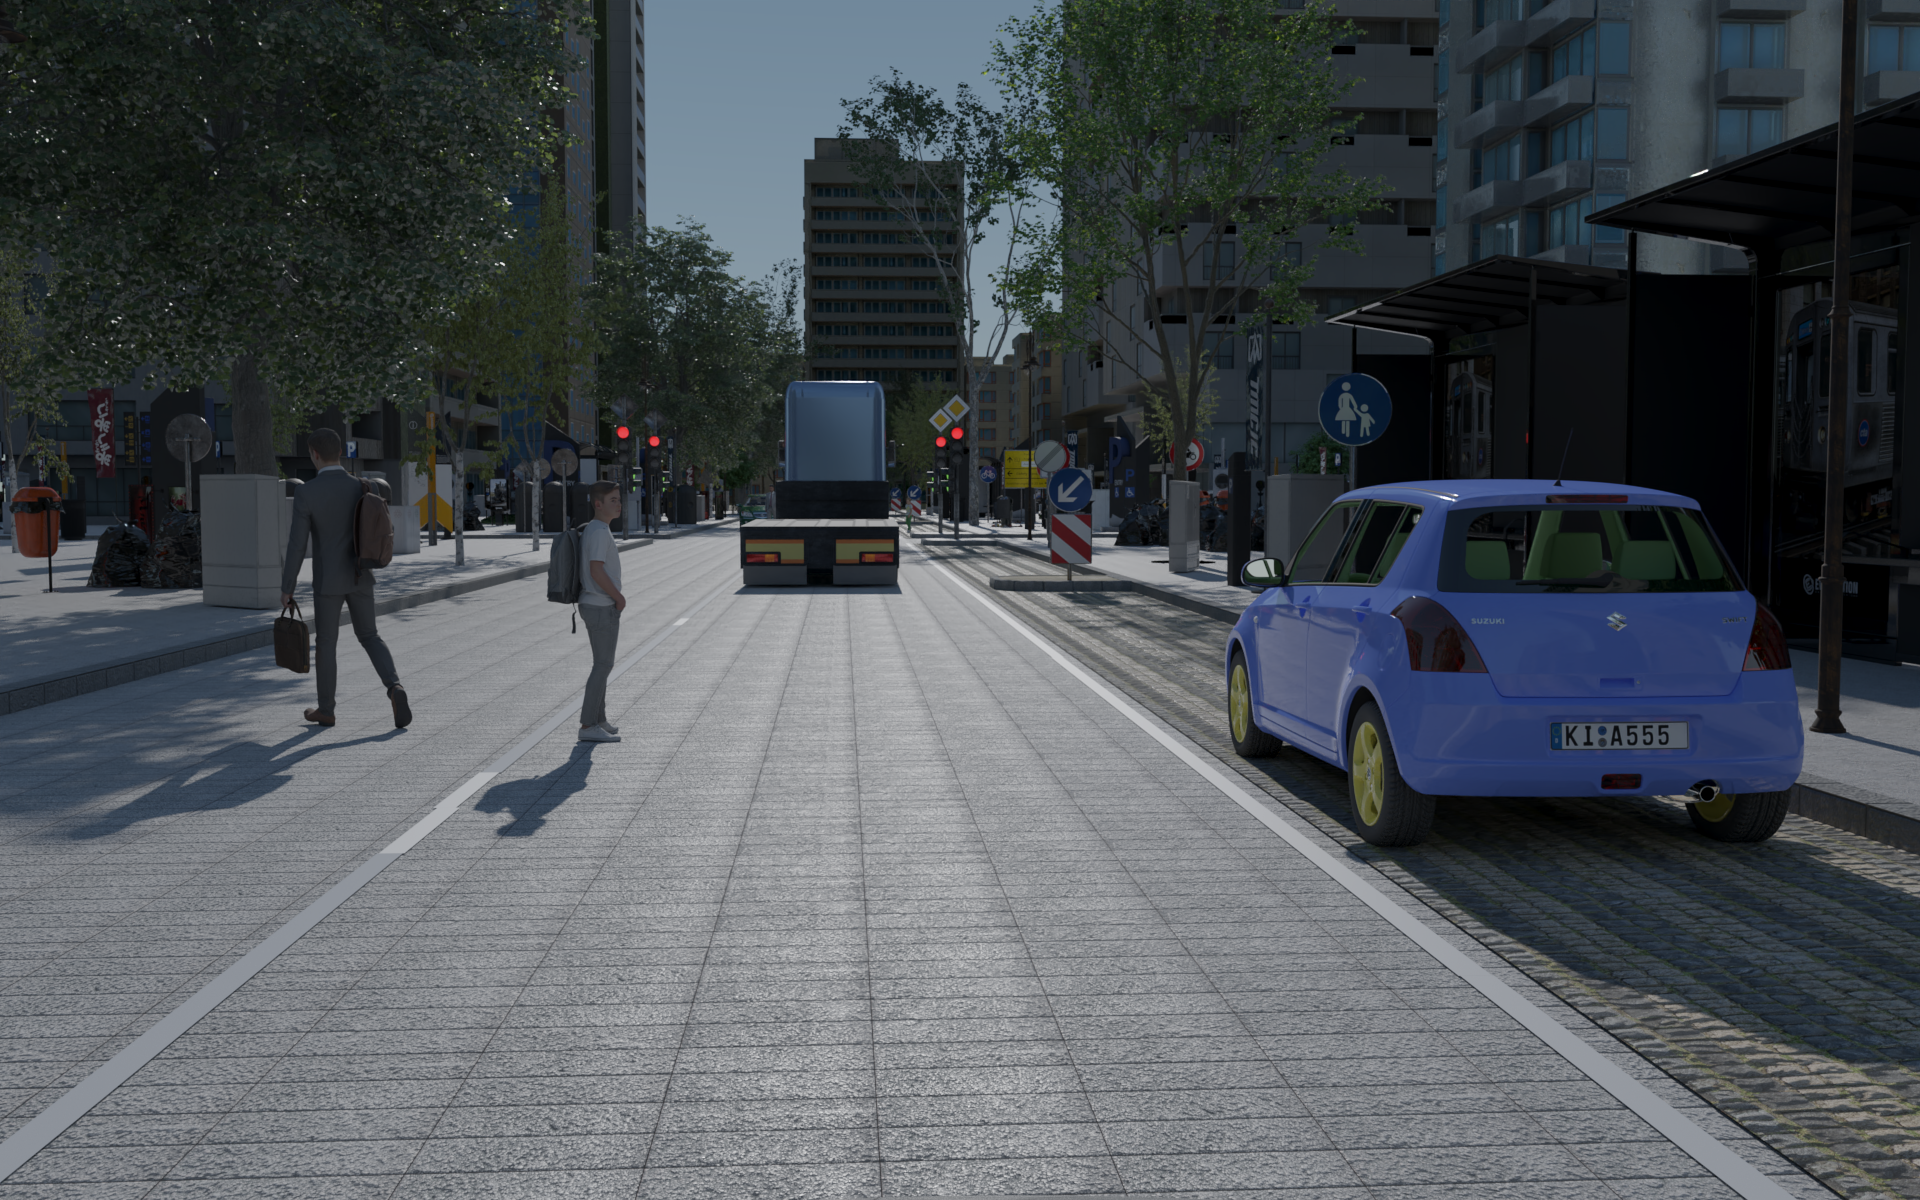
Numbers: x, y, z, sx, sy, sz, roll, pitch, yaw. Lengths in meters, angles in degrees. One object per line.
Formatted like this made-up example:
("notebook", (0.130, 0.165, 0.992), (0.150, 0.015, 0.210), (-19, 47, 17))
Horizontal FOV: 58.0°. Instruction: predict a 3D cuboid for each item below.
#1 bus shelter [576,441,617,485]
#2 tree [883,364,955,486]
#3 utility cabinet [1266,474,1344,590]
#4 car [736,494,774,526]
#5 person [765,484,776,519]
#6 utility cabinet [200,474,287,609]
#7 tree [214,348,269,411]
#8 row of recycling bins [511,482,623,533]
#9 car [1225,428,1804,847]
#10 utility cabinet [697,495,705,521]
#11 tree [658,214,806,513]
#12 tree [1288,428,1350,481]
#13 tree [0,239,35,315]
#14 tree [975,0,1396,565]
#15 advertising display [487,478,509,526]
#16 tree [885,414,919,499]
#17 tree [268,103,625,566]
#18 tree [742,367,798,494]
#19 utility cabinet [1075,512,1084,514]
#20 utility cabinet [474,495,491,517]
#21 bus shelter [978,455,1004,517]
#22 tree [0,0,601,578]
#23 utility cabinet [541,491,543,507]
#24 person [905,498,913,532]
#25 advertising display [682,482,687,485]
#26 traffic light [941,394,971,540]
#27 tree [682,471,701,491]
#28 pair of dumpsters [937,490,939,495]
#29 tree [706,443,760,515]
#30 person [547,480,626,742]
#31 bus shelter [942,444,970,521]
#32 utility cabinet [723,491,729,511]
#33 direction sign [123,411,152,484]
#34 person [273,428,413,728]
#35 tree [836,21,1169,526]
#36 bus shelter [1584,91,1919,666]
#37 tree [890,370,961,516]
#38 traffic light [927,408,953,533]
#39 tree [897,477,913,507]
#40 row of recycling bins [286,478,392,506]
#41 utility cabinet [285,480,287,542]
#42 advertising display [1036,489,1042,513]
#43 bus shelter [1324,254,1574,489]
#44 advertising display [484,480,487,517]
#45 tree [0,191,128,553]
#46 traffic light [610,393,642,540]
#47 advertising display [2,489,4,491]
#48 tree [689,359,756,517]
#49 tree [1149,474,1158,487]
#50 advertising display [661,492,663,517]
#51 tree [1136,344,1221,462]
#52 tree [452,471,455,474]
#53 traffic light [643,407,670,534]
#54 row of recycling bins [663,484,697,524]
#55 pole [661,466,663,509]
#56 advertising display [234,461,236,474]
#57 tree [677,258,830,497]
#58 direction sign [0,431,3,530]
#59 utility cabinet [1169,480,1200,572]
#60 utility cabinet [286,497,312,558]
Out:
("bus shelter", (-14.709, -4.550, 68.319), (2.014, 3.302, 5.546), (0, 4, -4))
("tree", (-3.358, -11.567, 123.540), (8.767, 10.594, 7.601), (-3, 5, -44))
("utility cabinet", (3.841, -0.650, 19.302), (0.318, 1.500, 1.173), (3, 5, 41))
("car", (-7.785, -3.476, 68.631), (2.131, 1.459, 4.920), (0, 4, -5))
("person", (-7.066, -3.455, 65.267), (0.678, 1.792, 0.850), (1, 4, 12))
("utility cabinet", (-8.099, -0.663, 19.522), (1.173, 1.500, 0.318), (3, 4, 38))
("tree", (-26.305, -7.057, 65.739), (4.737, 8.622, 4.395), (0, 3, 0))
("row of recycling bins", (-13.169, -3.133, 58.335), (3.534, 1.692, 1.069), (-1, 4, -12))
("car", (2.402, 0.075, 8.357), (1.945, 1.707, 3.694), (0, 4, -4))
("utility cabinet", (-12.617, -4.348, 82.250), (1.020, 1.237, 0.306), (2, 4, 28))
("tree", (-12.845, -10.544, 79.047), (9.857, 13.997, 8.962), (0, 3, 0))
("tree", (17.215, -5.972, 81.348), (4.285, 4.588, 4.351), (0, 3, 0))
("tree", (-17.808, -4.775, 28.433), (4.737, 8.622, 4.395), (0, 3, 0))
("tree", (4.138, -6.493, 31.910), (9.928, 11.665, 9.643), (0, 3, 0))
("advertising display", (-18.634, -3.966, 70.059), (0.974, 1.923, 0.123), (2, 4, 31))
("tree", (-7.691, -17.792, 209.021), (7.486, 12.596, 7.792), (0, 3, 0))
("tree", (-8.916, -4.938, 31.104), (4.737, 8.622, 4.395), (0, 3, 0))
("tree", (-17.264, -14.776, 151.965), (12.009, 13.543, 11.850), (0, 3, 0))
("utility cabinet", (4.806, -3.703, 71.702), (0.306, 1.237, 1.020), (2, 4, 33))
("utility cabinet", (-27.244, -5.370, 98.960), (1.020, 1.237, 0.306), (1, 4, 13))
("bus shelter", (1.197, -6.084, 93.405), (2.014, 3.302, 5.546), (0, 4, -4))
("tree", (-8.762, -7.010, 21.265), (9.857, 13.997, 8.962), (0, 3, 0))
("utility cabinet", (-27.525, -6.385, 113.079), (1.173, 1.500, 0.318), (1, 4, 13))
("person", (-1.898, -3.177, 64.699), (0.306, 1.304, 0.590), (1, 4, 17))
("advertising display", (-15.071, -5.458, 94.459), (0.974, 1.923, 0.123), (0, 4, -6))
("traffic light", (-0.116, -3.663, 48.818), (0.839, 4.253, 0.868), (0, 4, -4))
("tree", (-19.889, -8.152, 127.881), (1.663, 3.219, 1.824), (0, 3, 0))
("pair of dumpsters", (-0.501, -6.455, 108.037), (1.574, 2.255, 4.437), (0, 4, -4))
("tree", (-14.261, -7.603, 108.021), (4.285, 4.588, 4.351), (0, 3, 0))
("person", (-2.104, 0.062, 10.081), (0.503, 1.515, 0.523), (3, 4, 38))
("bus shelter", (-0.200, -5.681, 84.162), (1.731, 3.624, 6.357), (0, 4, -4))
("utility cabinet", (-17.336, -7.322, 128.391), (0.318, 1.500, 1.173), (0, 4, -2))
("direction sign", (-22.587, -3.404, 47.647), (0.876, 3.537, 0.379), (1, 4, 15))
("person", (-3.776, -0.129, 10.571), (0.822, 1.834, 0.622), (3, 4, 38))
("tree", (1.830, -13.039, 69.078), (12.611, 20.169, 13.585), (0, 3, 0))
("bus shelter", (6.346, -1.253, 11.768), (1.731, 3.624, 6.357), (0, 4, -4))
("tree", (-1.897, -9.290, 102.254), (4.737, 8.622, 4.395), (0, 3, 0))
("traffic light", (-0.658, -4.151, 56.784), (0.839, 4.253, 0.868), (0, 4, -4))
("tree", (-5.519, -10.962, 173.824), (1.663, 3.219, 1.824), (0, 3, 0))
("row of recycling bins", (-16.621, -2.377, 45.975), (3.534, 1.692, 1.069), (1, 4, 20))
("utility cabinet", (-10.981, -1.097, 26.615), (1.173, 1.500, 0.318), (0, 4, 6))
("advertising display", (5.255, -6.931, 118.534), (0.123, 1.923, 0.974), (-3, 4, -39))
("bus shelter", (5.907, -1.765, 20.144), (1.731, 3.624, 6.357), (0, 4, -4))
("advertising display", (-21.549, -4.586, 80.190), (0.974, 1.923, 0.123), (-3, 5, -45))
("tree", (-20.304, -5.326, 37.443), (4.360, 8.622, 3.978), (0, 3, 0))
("traffic light", (-9.304, -3.624, 48.178), (0.839, 4.253, 0.868), (0, 4, -4))
("advertising display", (-70.291, -7.464, 127.246), (0.123, 1.923, 0.974), (-2, 4, -32))
("tree", (-12.955, -8.641, 91.649), (4.360, 8.622, 3.978), (0, 3, 0))
("tree", (9.134, -5.769, 88.918), (1.663, 3.219, 1.824), (0, 3, 0))
("advertising display", (-17.286, -5.688, 98.209), (0.974, 1.923, 0.123), (-3, 4, -37))
("tree", (10.807, -8.178, 84.081), (4.360, 8.622, 3.978), (0, 3, 0))
("tree", (-24.038, -5.213, 79.837), (1.663, 3.219, 1.824), (0, 3, 0))
("traffic light", (-9.847, -4.112, 56.145), (0.839, 4.253, 0.868), (0, 4, -4))
("row of recycling bins", (-11.991, -4.148, 74.937), (1.069, 1.692, 3.534), (-1, 4, -17))
("pole", (-17.117, -6.441, 99.152), (0.158, 3.312, 0.155), (0, 3, 0))
("advertising display", (-13.538, -1.710, 33.171), (0.123, 1.923, 0.974), (1, 4, 12))
("tree", (-15.372, -17.240, 137.761), (12.611, 20.169, 13.585), (0, 3, 0))
("direction sign", (-34.728, -4.309, 62.441), (0.876, 3.537, 0.379), (3, 4, 38))
("utility cabinet", (3.719, -1.217, 28.584), (0.318, 1.500, 1.173), (1, 4, 18))
("utility cabinet", (-13.493, -1.437, 34.658), (1.020, 1.237, 0.306), (-2, 4, -24))
